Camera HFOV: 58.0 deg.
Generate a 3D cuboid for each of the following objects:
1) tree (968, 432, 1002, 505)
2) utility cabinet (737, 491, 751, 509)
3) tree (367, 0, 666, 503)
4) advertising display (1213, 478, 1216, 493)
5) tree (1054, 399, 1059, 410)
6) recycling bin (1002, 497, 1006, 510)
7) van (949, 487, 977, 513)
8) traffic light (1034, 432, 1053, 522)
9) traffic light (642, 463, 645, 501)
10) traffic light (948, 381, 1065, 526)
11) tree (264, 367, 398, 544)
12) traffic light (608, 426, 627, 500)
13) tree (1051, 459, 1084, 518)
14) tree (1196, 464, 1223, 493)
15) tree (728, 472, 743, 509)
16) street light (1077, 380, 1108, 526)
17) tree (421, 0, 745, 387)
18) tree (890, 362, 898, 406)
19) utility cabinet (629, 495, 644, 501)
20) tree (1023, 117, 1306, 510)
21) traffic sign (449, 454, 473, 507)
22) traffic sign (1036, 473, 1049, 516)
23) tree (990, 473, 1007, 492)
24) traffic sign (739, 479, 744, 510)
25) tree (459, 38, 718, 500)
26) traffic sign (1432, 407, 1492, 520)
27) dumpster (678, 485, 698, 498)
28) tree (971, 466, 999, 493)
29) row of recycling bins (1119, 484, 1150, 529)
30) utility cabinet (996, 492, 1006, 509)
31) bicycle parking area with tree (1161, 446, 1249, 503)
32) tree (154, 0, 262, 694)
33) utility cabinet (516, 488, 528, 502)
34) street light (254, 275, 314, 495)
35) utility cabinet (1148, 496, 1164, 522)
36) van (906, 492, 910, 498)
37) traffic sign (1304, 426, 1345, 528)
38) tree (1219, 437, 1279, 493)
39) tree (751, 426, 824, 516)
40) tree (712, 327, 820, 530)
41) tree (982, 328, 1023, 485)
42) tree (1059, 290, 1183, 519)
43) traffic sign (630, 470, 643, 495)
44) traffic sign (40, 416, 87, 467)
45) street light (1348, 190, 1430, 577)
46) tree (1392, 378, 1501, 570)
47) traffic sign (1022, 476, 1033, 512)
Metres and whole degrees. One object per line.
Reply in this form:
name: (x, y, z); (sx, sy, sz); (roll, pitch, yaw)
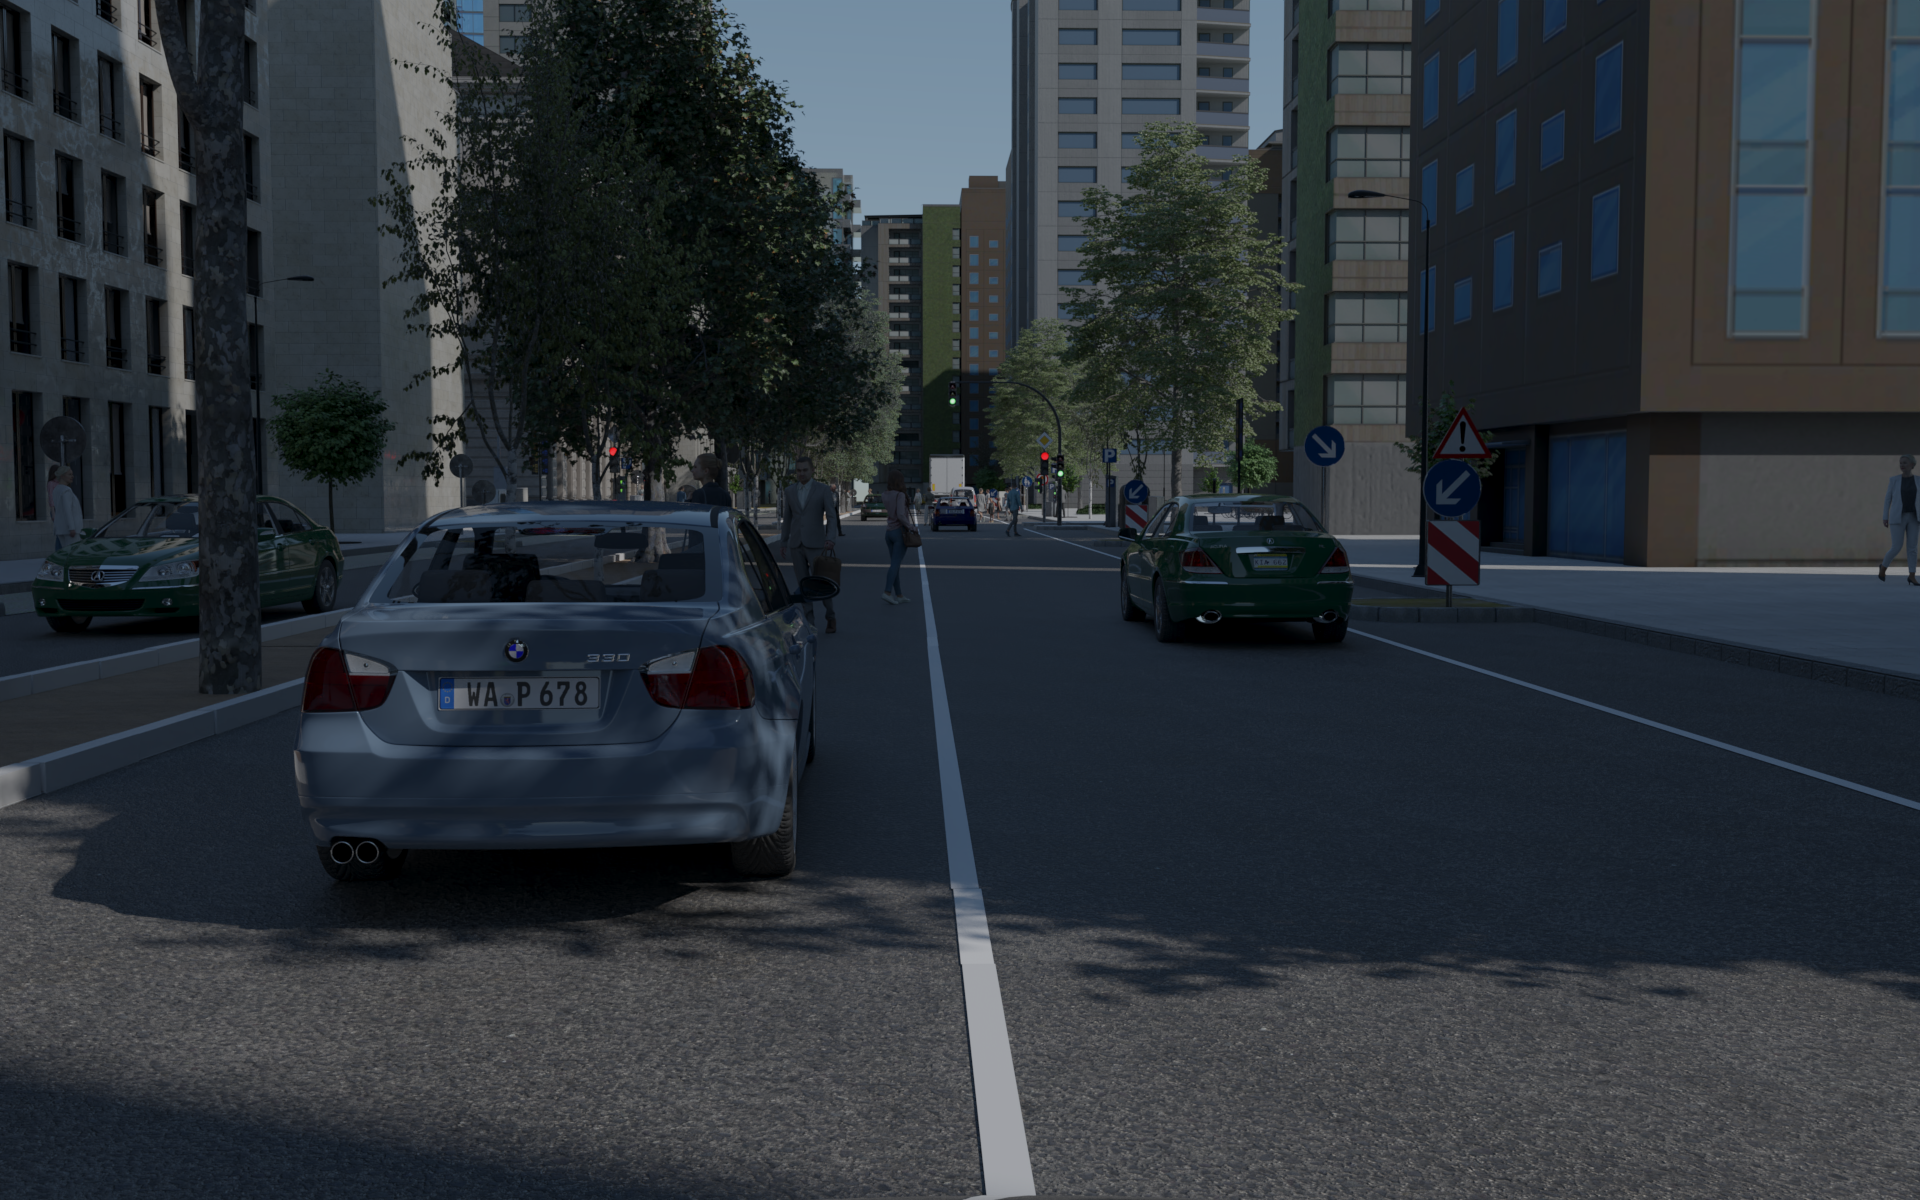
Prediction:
tree: (3.098, -15.434, 202.703); (4.360, 8.622, 3.978); (0, 3, 0)
utility cabinet: (-18.128, -8.361, 145.379); (1.173, 1.500, 0.318); (1, 4, 12)
tree: (-6.043, -4.306, 23.228); (4.360, 8.622, 3.978); (0, 3, 0)
advertising display: (10.398, -4.014, 70.835); (0.123, 1.923, 0.974); (1, 4, 9)
tree: (6.909, -8.443, 88.410); (4.360, 8.622, 3.978); (0, 3, 0)
recycling bin: (3.882, -7.972, 142.899); (0.722, 1.027, 0.722); (1, 4, 12)
van: (0.109, -5.844, 102.554); (2.013, 2.044, 4.112); (0, 4, -2)
traffic light: (3.786, -5.454, 78.098); (0.839, 4.253, 0.868); (0, 4, -2)
traffic light: (-11.979, -6.301, 77.687); (4.771, 5.953, 1.251); (0, 4, -2)
traffic light: (1.916, -5.826, 69.918); (4.771, 5.953, 1.251); (0, 4, -2)
tree: (-16.252, -3.745, 44.937); (4.285, 4.588, 4.351); (0, 3, 0)
traffic light: (-13.849, -4.935, 69.612); (0.839, 4.253, 0.868); (0, 4, -2)
tree: (5.880, -6.118, 94.633); (1.663, 3.219, 1.824); (0, 3, 0)
tree: (16.158, -7.117, 110.957); (1.663, 3.219, 1.824); (0, 3, 0)
tree: (-19.202, -9.449, 149.086); (1.663, 3.219, 1.824); (0, 3, 0)
street light: (5.430, -5.969, 70.142); (1.470, 5.913, 1.316); (0, 4, -2)
tree: (-6.433, -7.135, 36.117); (9.611, 12.733, 9.660); (0, 3, 0)
tree: (-6.524, -7.802, 47.025); (9.611, 12.733, 9.660); (0, 3, 0)
utility cabinet: (-16.322, -4.670, 87.513); (0.306, 1.237, 1.020); (1, 4, 16)
tree: (6.635, -8.268, 53.305); (7.486, 12.596, 7.792); (0, 3, 0)
traffic sign: (-15.732, -3.336, 54.643); (0.768, 2.556, 0.104); (0, 4, 2)
traffic sign: (4.925, -6.328, 103.570); (0.768, 2.556, 0.104); (0, 4, 7)
tree: (3.804, -10.167, 160.832); (1.663, 3.219, 1.824); (0, 3, 0)
traffic sign: (-17.879, -8.732, 142.879); (0.768, 2.556, 0.104); (0, 4, 5)
tree: (-5.867, -4.590, 27.874); (4.737, 8.622, 4.395); (0, 3, 0)
traffic sign: (7.488, -1.583, 25.883); (0.884, 2.594, 0.081); (0, 3, 0)
dumpster: (-17.067, -6.312, 108.964); (1.264, 1.857, 1.865); (0, 4, -2)
tree: (2.956, -13.078, 197.531); (4.285, 4.588, 4.351); (0, 3, 0)
row of recycling bins: (6.379, -3.467, 63.806); (1.069, 1.692, 3.534); (0, 4, 1)
utility cabinet: (3.613, -8.686, 150.687); (0.318, 1.500, 1.173); (2, 4, 35)
bicycle parking area with tree: (14.900, -7.200, 104.719); (8.231, 4.147, 9.016); (0, 4, 8)
tree: (-6.500, -9.441, 12.708); (12.611, 20.169, 13.585); (0, 3, 0)
utility cabinet: (-15.601, -3.149, 60.169); (1.173, 1.500, 0.318); (1, 4, 19)
street light: (-14.409, -3.937, 36.911); (1.470, 5.913, 1.316); (0, 4, -2)
utility cabinet: (6.491, -2.816, 57.203); (0.306, 1.237, 1.020); (1, 4, 21)
van: (-5.864, -9.857, 168.170); (2.013, 2.044, 4.112); (0, 4, -2)
traffic sign: (6.783, -1.971, 32.329); (0.768, 2.556, 0.104); (0, 4, 1)
tree: (16.232, -6.956, 97.452); (4.285, 4.588, 4.351); (0, 3, 0)
tree: (-6.693, -6.213, 54.408); (4.737, 8.622, 4.395); (0, 3, 0)
tree: (-6.988, -6.497, 59.041); (4.360, 8.622, 3.978); (0, 3, 0)
tree: (5.180, -11.836, 111.641); (7.486, 12.596, 7.792); (0, 3, 0)
tree: (6.111, -6.758, 60.851); (4.360, 8.622, 3.978); (0, 3, 0)
traffic sign: (-16.864, -5.532, 90.557); (0.768, 2.556, 0.104); (0, 4, 5)
traffic sign: (-14.649, -1.724, 28.300); (0.768, 2.556, 0.104); (0, 4, 1)
street light: (6.618, -3.308, 26.629); (1.470, 5.913, 1.316); (0, 4, -2)
tree: (8.166, -2.099, 28.927); (1.663, 3.219, 1.824); (0, 3, 0)
traffic sign: (4.721, -7.442, 121.785); (0.768, 2.556, 0.104); (0, 4, 7)
